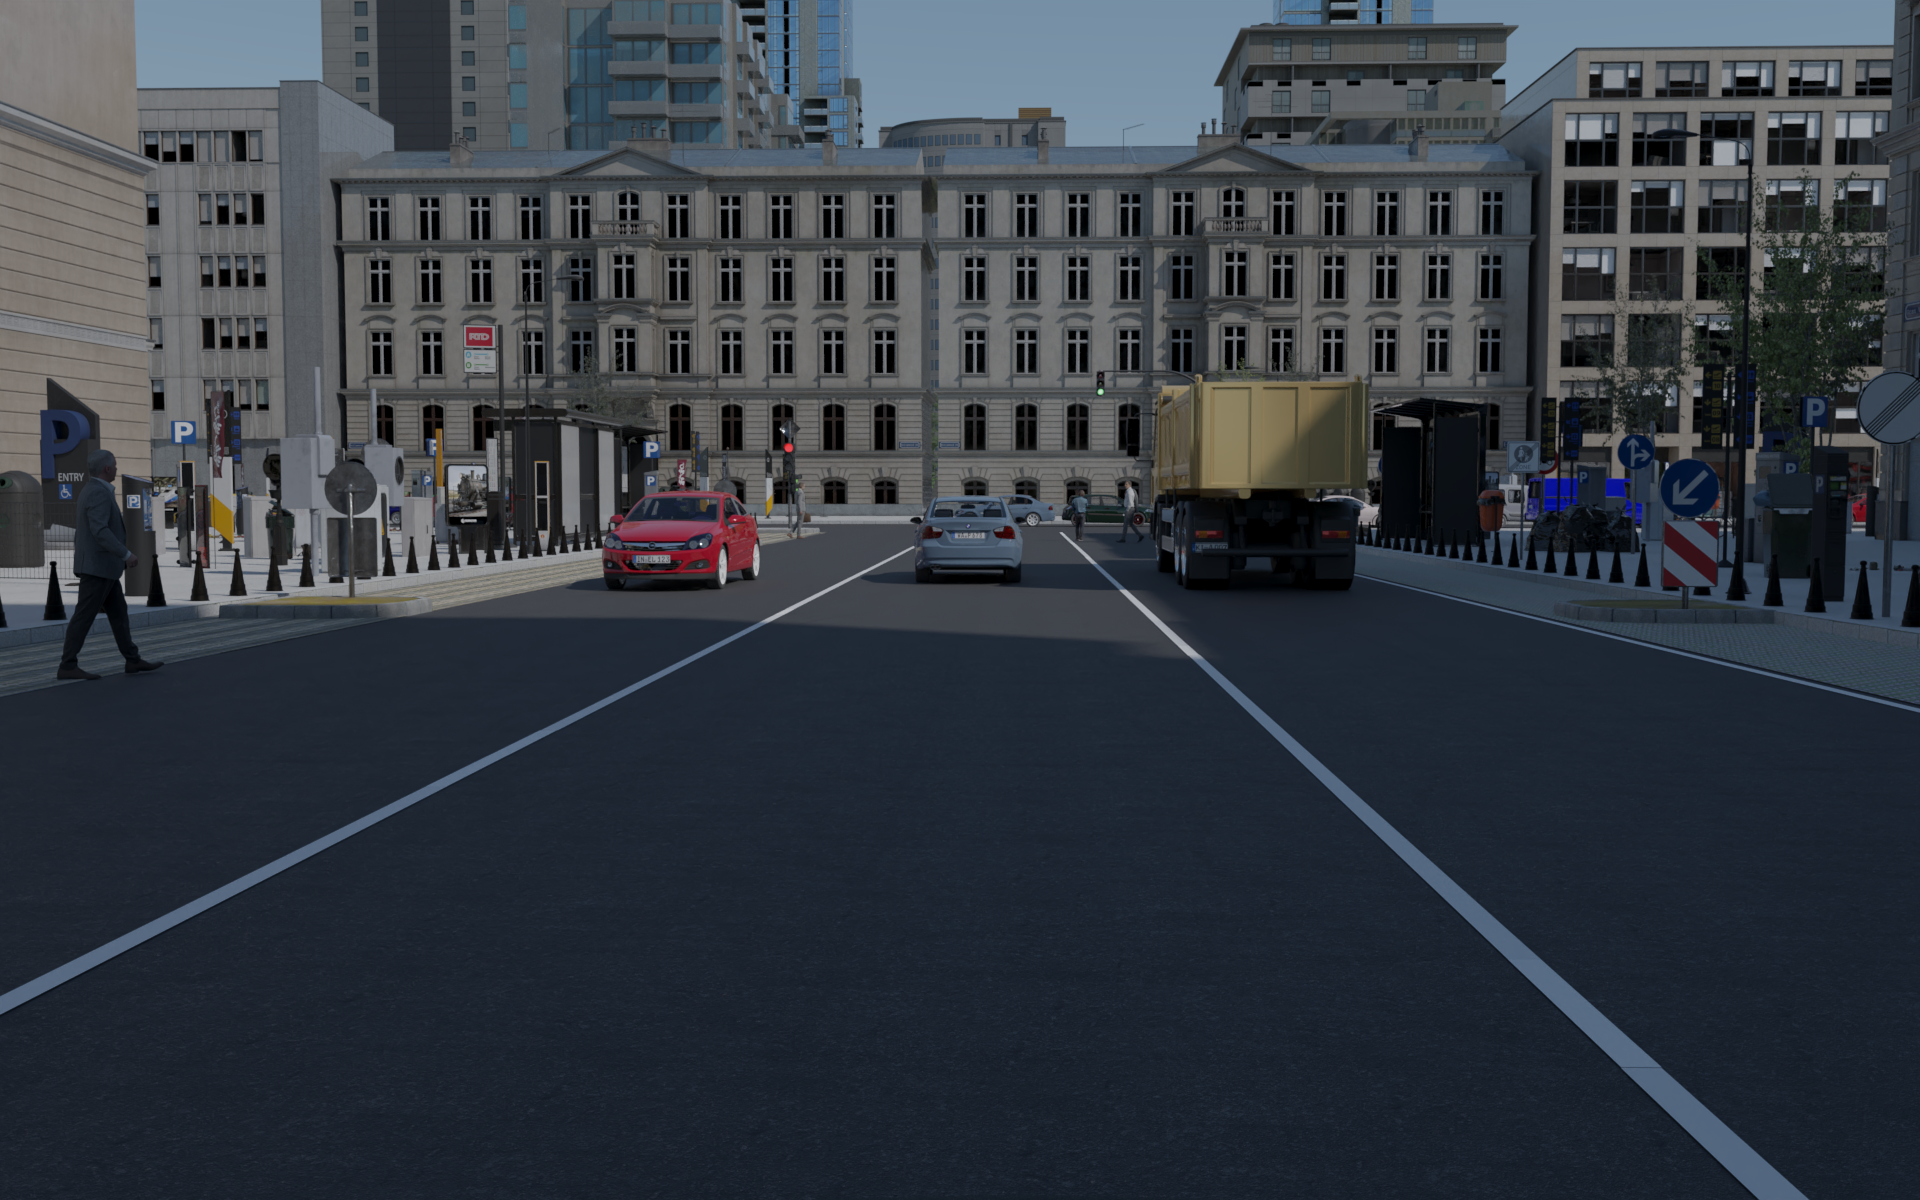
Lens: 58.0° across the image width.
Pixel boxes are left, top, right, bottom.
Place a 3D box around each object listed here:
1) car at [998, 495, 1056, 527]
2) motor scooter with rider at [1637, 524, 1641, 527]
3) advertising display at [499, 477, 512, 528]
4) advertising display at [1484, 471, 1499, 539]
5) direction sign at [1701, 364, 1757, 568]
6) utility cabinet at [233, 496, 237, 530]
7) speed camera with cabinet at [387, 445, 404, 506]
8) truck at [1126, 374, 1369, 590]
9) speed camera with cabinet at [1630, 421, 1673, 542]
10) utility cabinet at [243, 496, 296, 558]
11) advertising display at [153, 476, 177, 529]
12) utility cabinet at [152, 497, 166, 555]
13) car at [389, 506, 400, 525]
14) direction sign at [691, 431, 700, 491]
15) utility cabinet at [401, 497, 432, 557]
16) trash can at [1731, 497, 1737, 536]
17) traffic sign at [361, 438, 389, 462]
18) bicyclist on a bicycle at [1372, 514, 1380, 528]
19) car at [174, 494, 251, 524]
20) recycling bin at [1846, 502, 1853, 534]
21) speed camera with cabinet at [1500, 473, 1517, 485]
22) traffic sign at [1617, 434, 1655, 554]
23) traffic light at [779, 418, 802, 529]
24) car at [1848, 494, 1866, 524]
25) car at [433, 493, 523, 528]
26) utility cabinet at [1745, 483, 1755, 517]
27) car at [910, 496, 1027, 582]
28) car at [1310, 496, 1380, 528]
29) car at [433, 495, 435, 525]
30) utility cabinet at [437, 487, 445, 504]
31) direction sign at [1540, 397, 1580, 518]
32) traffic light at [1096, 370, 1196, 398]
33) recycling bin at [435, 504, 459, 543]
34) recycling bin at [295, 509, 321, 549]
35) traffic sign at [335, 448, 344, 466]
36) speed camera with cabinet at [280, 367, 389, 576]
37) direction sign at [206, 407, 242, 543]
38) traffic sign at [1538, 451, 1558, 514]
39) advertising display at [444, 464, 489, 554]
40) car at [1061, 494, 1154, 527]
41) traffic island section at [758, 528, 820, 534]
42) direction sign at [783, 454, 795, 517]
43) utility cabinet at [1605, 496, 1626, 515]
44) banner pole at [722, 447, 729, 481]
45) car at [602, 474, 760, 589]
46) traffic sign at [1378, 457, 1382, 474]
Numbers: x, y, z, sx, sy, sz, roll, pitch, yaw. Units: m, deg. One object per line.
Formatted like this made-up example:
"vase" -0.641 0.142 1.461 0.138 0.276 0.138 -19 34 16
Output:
"car" 1.977 -3.952 76.615 4.499 1.417 2.014 0 4 3
"motor scooter with rider" 26.782 -3.642 68.506 1.986 1.779 0.876 0 4 1
"advertising display" -16.993 -3.616 64.328 0.974 1.923 0.123 3 4 39
"advertising display" 14.853 -2.675 48.955 0.974 1.923 0.123 -2 4 -32
"direction sign" 13.374 -2.336 30.193 0.876 3.537 0.379 0 4 8
"utility cabinet" -25.608 -3.068 61.320 1.020 1.237 0.306 -3 4 -39
"speed camera with cabinet" -10.814 -2.302 31.977 0.660 3.252 2.038 0 4 -2
"truck" 4.767 -2.060 29.604 3.469 3.379 9.791 0 4 2
"speed camera with cabinet" 18.997 -3.253 47.529 0.660 3.252 2.038 3 5 39
"utility cabinet" -14.114 -1.483 35.409 0.306 1.237 1.020 2 4 35
"advertising display" -29.065 -3.569 63.559 0.974 1.923 0.123 -1 4 -14
"utility cabinet" -17.002 -1.546 36.444 0.306 1.237 1.020 -1 4 -12
"car" -27.449 -4.204 81.322 3.894 1.354 1.945 0 4 1
"direction sign" -9.503 -4.300 62.297 0.379 3.537 0.876 1 4 9
"utility cabinet" -11.171 -1.498 35.656 0.306 1.237 1.020 0 4 3
"trash can" 23.893 -2.520 52.861 0.748 1.137 0.748 0 3 0
"traffic sign" -13.346 -2.419 39.649 0.768 2.556 0.104 0 4 5
"bicyclist on a bicycle" 17.456 -3.665 69.948 1.625 1.676 1.499 0 4 2
"car" -31.918 -3.936 74.572 3.980 1.641 2.015 0 4 2
"recycling bin" 28.681 -2.685 56.455 0.722 1.027 0.722 2 4 29
"speed camera with cabinet" 26.821 -5.457 83.561 2.038 3.252 0.660 -3 5 -41
"traffic sign" 14.364 -2.250 36.896 0.768 2.556 0.104 0 4 5
"traffic light" -6.263 -4.590 63.962 0.839 4.253 0.868 0 4 2
"car" 39.539 -4.064 75.491 4.494 1.783 2.155 0 4 1
"car" -20.539 -3.874 72.007 5.304 1.827 2.281 0 4 3
"utility cabinet" 16.728 -1.660 35.812 0.318 1.500 1.173 -3 5 -42
"car" 0.139 -1.065 29.415 2.014 1.417 4.499 0 4 0
"car" 16.202 -3.698 72.831 4.827 1.381 2.083 0 4 1
"car" -22.969 -4.322 79.455 4.718 1.807 1.959 0 4 1
"utility cabinet" -15.434 -2.725 53.228 1.173 1.500 0.318 -3 4 -38
"direction sign" 14.040 -2.972 40.592 0.876 3.537 0.379 0 4 4
"traffic light" 7.346 -5.425 63.372 4.771 5.953 1.251 0 4 2
"recycling bin" -13.490 -2.055 46.145 0.722 1.027 0.722 1 4 13
"recycling bin" -15.375 -1.748 41.128 0.722 1.027 0.722 -1 4 -12
"traffic sign" -14.039 -2.237 38.701 0.606 2.300 0.079 1 4 8
"speed camera with cabinet" -10.067 -2.045 27.767 0.660 3.252 2.038 1 4 11
"direction sign" -19.133 -3.247 45.087 0.876 3.537 0.379 0 4 -2
"traffic sign" 15.260 -2.766 45.323 0.768 2.556 0.104 0 4 4
"advertising display" -10.547 -1.947 37.041 0.123 1.923 0.974 3 5 45
"car" 6.580 -4.069 76.310 4.222 1.686 2.009 0 4 3
"traffic island section" -6.303 -2.558 64.098 2.009 0.180 2.903 0 4 2
"direction sign" -9.684 -6.485 98.034 0.876 3.537 0.379 2 4 35
"utility cabinet" 17.154 -2.111 45.669 1.020 1.237 0.306 -3 4 -38
"banner pole" -12.590 -6.308 93.156 0.401 3.779 0.863 -3 4 -36
"car" -4.358 -1.125 27.431 2.155 1.783 4.494 0 4 4
"traffic sign" 13.344 -3.281 53.753 0.768 2.556 0.104 0 4 5
